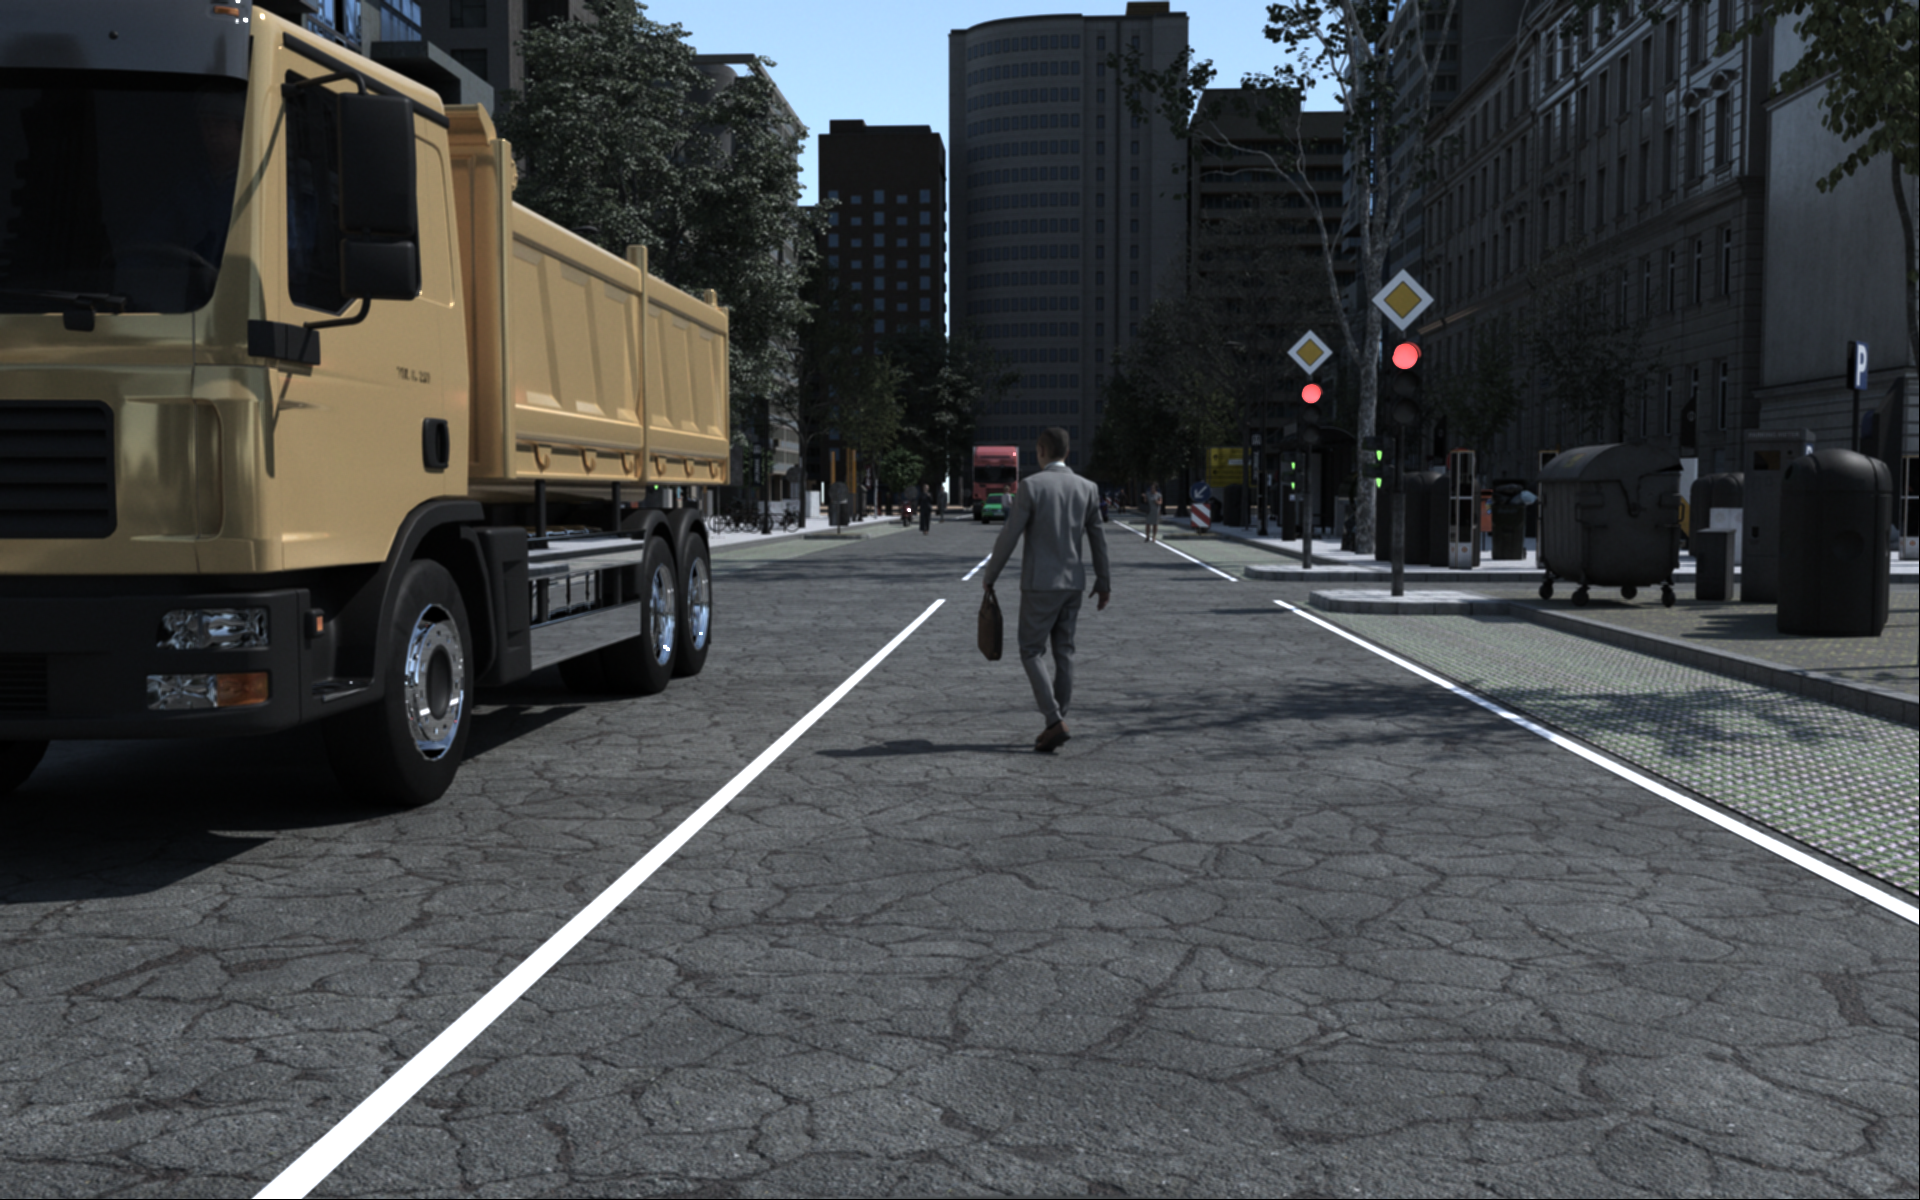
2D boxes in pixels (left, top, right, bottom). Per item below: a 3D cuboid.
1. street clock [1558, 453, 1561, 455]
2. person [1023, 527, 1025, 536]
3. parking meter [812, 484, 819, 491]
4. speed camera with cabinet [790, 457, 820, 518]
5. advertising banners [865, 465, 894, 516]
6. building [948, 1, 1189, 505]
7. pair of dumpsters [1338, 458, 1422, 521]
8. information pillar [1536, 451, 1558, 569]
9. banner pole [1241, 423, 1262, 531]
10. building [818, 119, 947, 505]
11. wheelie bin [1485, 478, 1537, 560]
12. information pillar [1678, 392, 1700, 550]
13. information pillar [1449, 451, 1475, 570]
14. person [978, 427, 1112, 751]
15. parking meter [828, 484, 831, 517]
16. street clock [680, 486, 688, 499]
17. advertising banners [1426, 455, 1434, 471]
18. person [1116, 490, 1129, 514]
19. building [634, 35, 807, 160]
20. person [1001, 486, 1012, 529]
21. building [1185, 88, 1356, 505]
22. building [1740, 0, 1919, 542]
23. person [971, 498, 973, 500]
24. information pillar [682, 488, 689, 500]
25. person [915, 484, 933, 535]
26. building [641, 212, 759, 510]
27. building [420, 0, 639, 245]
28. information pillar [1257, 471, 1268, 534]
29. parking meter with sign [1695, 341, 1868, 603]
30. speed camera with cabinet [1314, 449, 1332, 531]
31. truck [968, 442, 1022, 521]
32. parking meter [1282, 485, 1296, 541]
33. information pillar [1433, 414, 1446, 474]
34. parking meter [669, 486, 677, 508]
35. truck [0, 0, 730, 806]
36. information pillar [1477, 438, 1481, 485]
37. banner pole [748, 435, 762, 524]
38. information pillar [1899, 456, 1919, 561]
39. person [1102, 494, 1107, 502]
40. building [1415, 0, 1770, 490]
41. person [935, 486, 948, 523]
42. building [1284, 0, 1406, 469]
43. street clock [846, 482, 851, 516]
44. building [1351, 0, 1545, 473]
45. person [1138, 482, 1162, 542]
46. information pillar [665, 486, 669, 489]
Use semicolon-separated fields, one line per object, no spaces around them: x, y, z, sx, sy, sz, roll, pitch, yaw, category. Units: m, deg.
10.562;-1.577;30.352;0.358;2.002;0.471;1;4;18;street clock
1.833;-2.253;46.337;0.522;1.701;0.512;1;4;16;person
-8.046;-5.553;96.496;0.399;1.863;0.255;-1;4;-9;parking meter
-8.340;-6.053;93.299;0.660;3.252;2.038;2;4;29;speed camera with cabinet
-4.832;-6.525;102.873;2.074;3.025;0.090;2;4;32;advertising banners
12.911;-40.986;212.126;28.212;58.520;21.231;0;4;3;building
11.607;-2.779;47.930;1.574;2.255;4.437;0;4;3;pair of dumpsters
10.032;-1.536;29.609;0.304;2.012;0.304;1;4;13;information pillar
10.246;-4.321;60.670;0.401;3.779;0.863;-3;5;-42;banner pole
-9.088;-34.257;210.217;14.200;45.320;14.600;0;4;3;building
10.754;-1.586;33.841;0.980;1.594;0.693;1;4;22;wheelie bin
16.784;-2.967;39.868;0.183;3.616;0.504;-1;4;-20;information pillar
8.550;-1.531;29.527;0.304;2.012;0.304;-1;4;-9;information pillar
0.499;-0.078;9.889;0.709;1.813;0.853;-2;4;-27;person
-7.088;-5.481;95.317;0.255;1.863;0.399;1;4;17;parking meter
-11.957;-4.312;75.064;0.471;2.002;0.358;-1;4;-15;street clock
22.019;-5.047;78.711;2.074;3.025;0.090;-1;4;-20;advertising banners
11.630;-7.053;124.373;0.990;1.755;0.434;3;4;36;person
-26.694;-28.187;152.737;23.993;40.220;32.217;0;4;3;building
1.759;-3.434;65.312;0.731;1.740;0.598;3;4;38;person
37.927;-35.882;210.373;21.600;48.544;21.300;0;4;3;building
32.875;-11.154;46.995;19.286;19.102;10.561;0;4;3;building
1.427;-7.814;136.200;1.348;1.831;0.705;-3;5;-41;person
-15.725;-5.795;99.232;0.304;2.012;0.304;0;4;0;information pillar
-1.245;-3.172;60.784;0.576;1.772;0.534;-2;4;-26;person
-30.422;-16.917;121.626;27.650;21.520;28.899;0;4;3;building
-25.333;-19.493;90.413;14.160;30.474;14.107;0;4;3;building
9.677;-3.114;55.403;0.304;2.012;0.304;1;4;16;information pillar
9.662;-1.480;20.465;1.738;3.016;0.543;3;5;41;parking meter with sign
12.285;-4.008;59.869;2.038;3.252;0.660;-1;4;-10;speed camera with cabinet
1.998;-6.555;96.091;2.839;4.237;11.283;0;4;2;truck
9.025;-2.391;47.496;0.372;1.533;0.369;0;3;0;parking meter
14.125;-3.648;51.001;0.183;3.616;0.504;-1;4;-21;information pillar
-16.755;-5.841;101.208;0.399;1.863;0.255;1;4;22;parking meter
-3.519;-0.870;10.144;3.469;3.379;9.791;0;4;3;truck
21.563;-4.936;72.053;0.183;3.616;0.504;1;4;21;information pillar
-8.726;-5.101;73.419;0.863;3.779;0.401;2;4;29;banner pole
18.358;-1.770;33.428;0.304;2.012;0.304;1;4;11;information pillar
11.712;-7.929;141.397;1.065;1.426;0.557;-3;5;-43;person
32.464;-17.938;90.557;12.463;27.353;25.104;0;4;3;building
-0.920;-4.780;86.756;0.694;1.812;0.767;3;4;36;person
41.093;-51.011;146.701;22.319;86.520;31.000;0;4;3;building
-6.412;-5.840;100.048;0.358;2.002;0.471;-2;4;-30;street clock
43.393;-26.197;120.204;32.217;40.220;23.993;0;4;3;building
5.643;-2.615;51.614;0.716;1.782;0.532;1;4;19;person
-17.454;-6.066;103.668;0.304;2.012;0.304;2;4;33;information pillar
